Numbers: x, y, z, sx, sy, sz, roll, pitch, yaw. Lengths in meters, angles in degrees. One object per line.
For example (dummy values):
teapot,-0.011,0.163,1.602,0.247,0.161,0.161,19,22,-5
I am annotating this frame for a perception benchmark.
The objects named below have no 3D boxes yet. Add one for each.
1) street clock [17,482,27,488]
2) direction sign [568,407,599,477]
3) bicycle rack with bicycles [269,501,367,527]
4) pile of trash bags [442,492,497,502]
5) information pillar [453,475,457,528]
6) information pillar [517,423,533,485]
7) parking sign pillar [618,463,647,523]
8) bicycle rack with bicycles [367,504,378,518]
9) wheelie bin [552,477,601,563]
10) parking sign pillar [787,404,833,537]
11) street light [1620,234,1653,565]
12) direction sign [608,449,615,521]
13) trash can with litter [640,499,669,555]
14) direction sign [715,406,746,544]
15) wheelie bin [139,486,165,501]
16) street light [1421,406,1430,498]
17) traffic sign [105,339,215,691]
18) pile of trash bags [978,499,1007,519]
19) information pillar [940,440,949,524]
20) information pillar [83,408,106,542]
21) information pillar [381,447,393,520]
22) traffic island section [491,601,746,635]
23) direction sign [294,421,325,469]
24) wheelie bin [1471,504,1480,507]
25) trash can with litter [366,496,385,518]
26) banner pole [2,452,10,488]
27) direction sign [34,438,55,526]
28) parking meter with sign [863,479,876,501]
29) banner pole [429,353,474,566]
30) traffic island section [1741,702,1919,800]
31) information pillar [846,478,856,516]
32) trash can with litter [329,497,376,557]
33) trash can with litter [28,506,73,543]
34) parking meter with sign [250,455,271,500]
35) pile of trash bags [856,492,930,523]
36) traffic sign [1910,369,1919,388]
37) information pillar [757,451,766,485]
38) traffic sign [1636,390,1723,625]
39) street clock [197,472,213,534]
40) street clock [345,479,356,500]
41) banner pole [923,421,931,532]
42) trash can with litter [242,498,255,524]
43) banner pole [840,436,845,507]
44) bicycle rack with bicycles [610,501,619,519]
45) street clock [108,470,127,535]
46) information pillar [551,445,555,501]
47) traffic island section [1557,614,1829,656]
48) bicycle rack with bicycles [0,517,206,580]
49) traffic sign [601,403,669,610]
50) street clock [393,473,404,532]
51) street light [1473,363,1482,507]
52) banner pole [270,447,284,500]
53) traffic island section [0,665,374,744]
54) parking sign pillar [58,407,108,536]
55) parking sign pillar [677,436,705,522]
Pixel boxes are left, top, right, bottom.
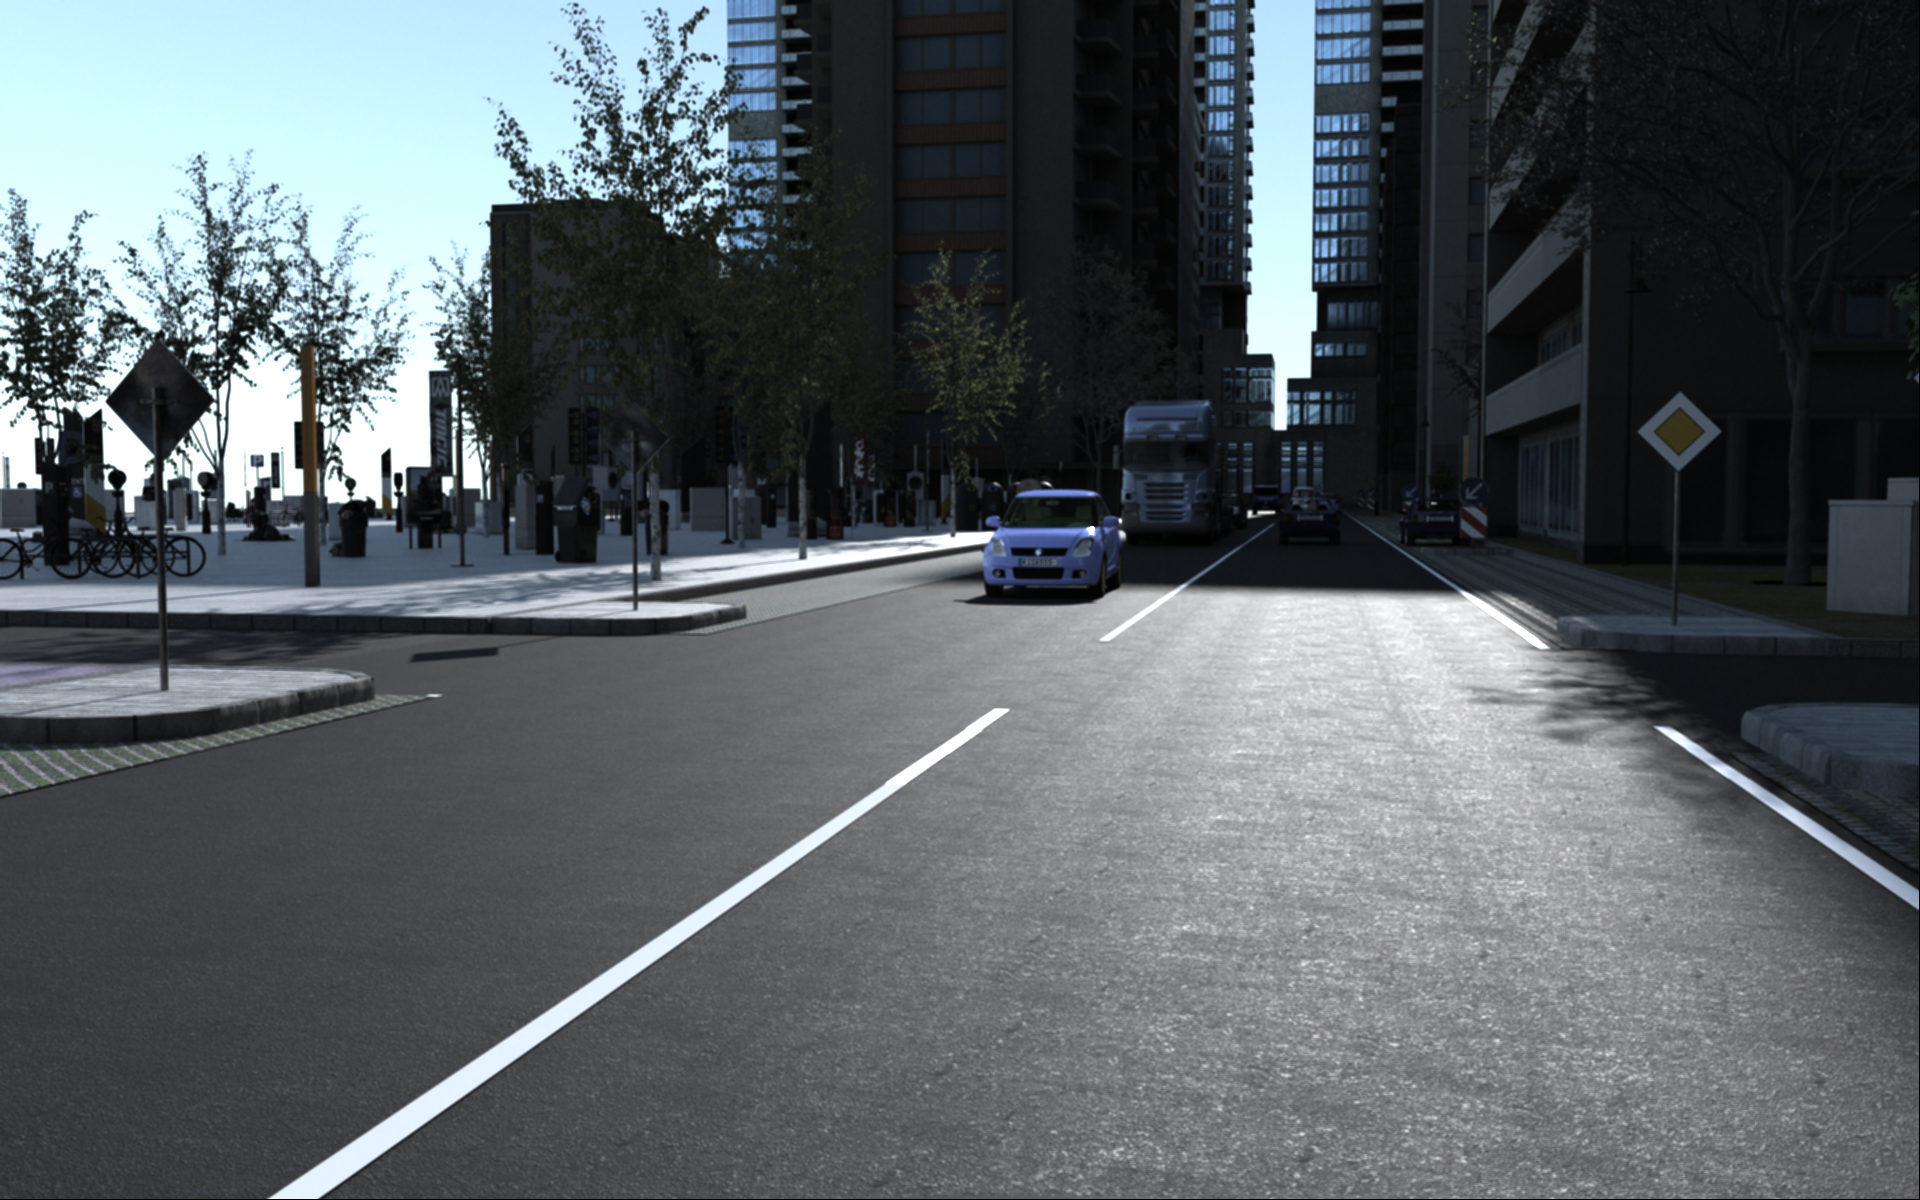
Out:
street clock,-56.660,-6.122,104.658,0.471,2.002,0.358,0,4,-6
direction sign,-9.869,-3.270,45.465,0.876,3.537,0.379,1,4,18
bicycle rack with bicycles,-25.321,-3.305,67.412,2.852,0.926,2.925,1,4,16
pile of trash bags,-28.139,-5.452,98.894,3.447,1.369,1.912,-1,4,-23
information pillar,-19.174,-3.774,66.194,0.304,2.012,0.304,-3,4,-38
information pillar,-14.242,-4.002,56.781,0.504,3.616,0.183,-2,4,-24
parking sign pillar,-14.464,-5.405,76.844,1.447,3.967,1.447,2,4,29
bicycle rack with bicycles,-27.162,-3.763,74.908,2.925,0.926,2.852,0,4,3
wheelie bin,-7.189,-1.503,32.478,0.980,1.594,0.693,2,4,33
parking sign pillar,-4.510,-3.902,52.263,1.447,3.967,1.447,1,4,13
street light,11.985,-3.563,31.035,0.468,5.910,1.993,1,4,12
direction sign,-16.410,-5.472,81.468,0.379,3.537,0.876,0,4,-1
trash can with litter,-6.496,-1.553,36.785,0.624,1.170,1.055,-1,4,-12
direction sign,-6.020,-3.224,44.706,0.379,3.537,0.876,2,4,32
wheelie bin,-32.842,-3.828,70.490,0.980,1.594,0.693,-3,4,-36
street light,24.080,-7.151,89.703,0.468,5.910,1.993,1,4,12
traffic sign,-5.195,-0.466,11.258,0.795,2.450,0.064,1,4,12
pile of trash bags,1.166,-4.833,88.771,1.912,1.369,3.447,-2,4,-27
information pillar,-0.639,-5.092,74.608,0.183,3.616,0.504,3,4,37
information pillar,-23.376,-3.391,46.798,0.504,3.616,0.183,-2,4,-32
information pillar,-28.464,-5.790,86.015,0.504,3.616,0.183,-3,4,-37
traffic island section,-3.607,0.192,19.146,2.009,0.180,2.903,1,4,12
direction sign,-20.301,-3.799,54.109,0.876,3.537,0.379,-2,4,-29
wheelie bin,19.436,-3.458,64.450,0.980,1.594,0.693,3,5,40
trash can with litter,-31.441,-4.995,93.059,1.055,1.170,0.624,0,4,2
banner pole,-56.490,-6.884,102.576,0.863,3.779,0.401,2,4,31
direction sign,-36.836,-4.758,69.786,0.379,3.537,0.876,2,4,24
parking meter with sign,-4.705,-5.766,90.535,1.738,3.016,0.543,0,4,0
banner pole,-9.087,-2.496,30.829,0.863,3.779,0.401,1,4,18
traffic island section,5.398,0.804,9.138,2.009,0.180,2.903,1,4,12
information pillar,-4.968,-4.556,78.985,0.304,2.012,0.304,-3,5,-43
trash can with litter,-12.555,-1.467,35.372,1.055,1.170,0.624,3,5,41
trash can with litter,-24.149,-2.114,45.948,1.055,1.170,0.624,-3,5,-41
parking meter with sign,-30.539,-4.873,75.942,0.543,3.016,1.738,-3,4,-38
pile of trash bags,-3.047,-4.134,77.342,3.447,1.369,1.912,-1,4,-12
traffic sign,5.373,-0.332,9.066,0.795,2.450,0.064,1,4,12
information pillar,-10.413,-6.101,91.107,0.504,3.616,0.183,-1,4,-9
traffic sign,6.986,-0.810,16.887,0.795,2.450,0.064,1,4,12
street clock,-24.419,-3.150,56.080,0.471,2.002,0.358,2,4,25
street clock,-28.074,-4.603,79.826,0.471,2.002,0.358,1,4,20
banner pole,-1.099,-4.228,59.140,0.401,3.779,0.863,0,4,-6
trash can with litter,-30.566,-3.872,74.696,1.055,1.170,0.624,2,4,31
banner pole,-5.071,-5.177,74.668,0.401,3.779,0.863,-1,4,-19
bicycle rack with bicycles,-17.555,-4.389,85.139,2.852,0.926,2.925,-1,4,-17
street clock,-25.521,-2.931,52.491,0.358,2.002,0.471,3,4,37
information pillar,-19.204,-5.531,81.783,0.183,3.616,0.504,0,4,-2
traffic island section,7.011,0.325,16.959,2.009,0.180,2.903,1,4,12
bicycle rack with bicycles,-13.187,-0.832,26.980,2.925,0.926,2.852,0,4,1
traffic sign,-3.582,-0.944,19.079,0.795,2.450,0.064,1,4,12
street clock,-18.937,-3.295,58.448,0.358,2.002,0.471,-1,4,-9
street light,18.087,-5.356,60.358,0.468,5.910,1.993,1,4,12
banner pole,-36.055,-6.217,91.667,0.401,3.779,0.863,3,5,44
traffic island section,-5.220,0.670,11.325,2.009,0.180,2.903,1,4,12
parking sign pillar,-26.973,-3.956,53.159,1.447,3.967,1.447,1,4,13
parking sign pillar,-12.355,-5.570,79.545,1.447,3.967,1.447,-3,5,-43
